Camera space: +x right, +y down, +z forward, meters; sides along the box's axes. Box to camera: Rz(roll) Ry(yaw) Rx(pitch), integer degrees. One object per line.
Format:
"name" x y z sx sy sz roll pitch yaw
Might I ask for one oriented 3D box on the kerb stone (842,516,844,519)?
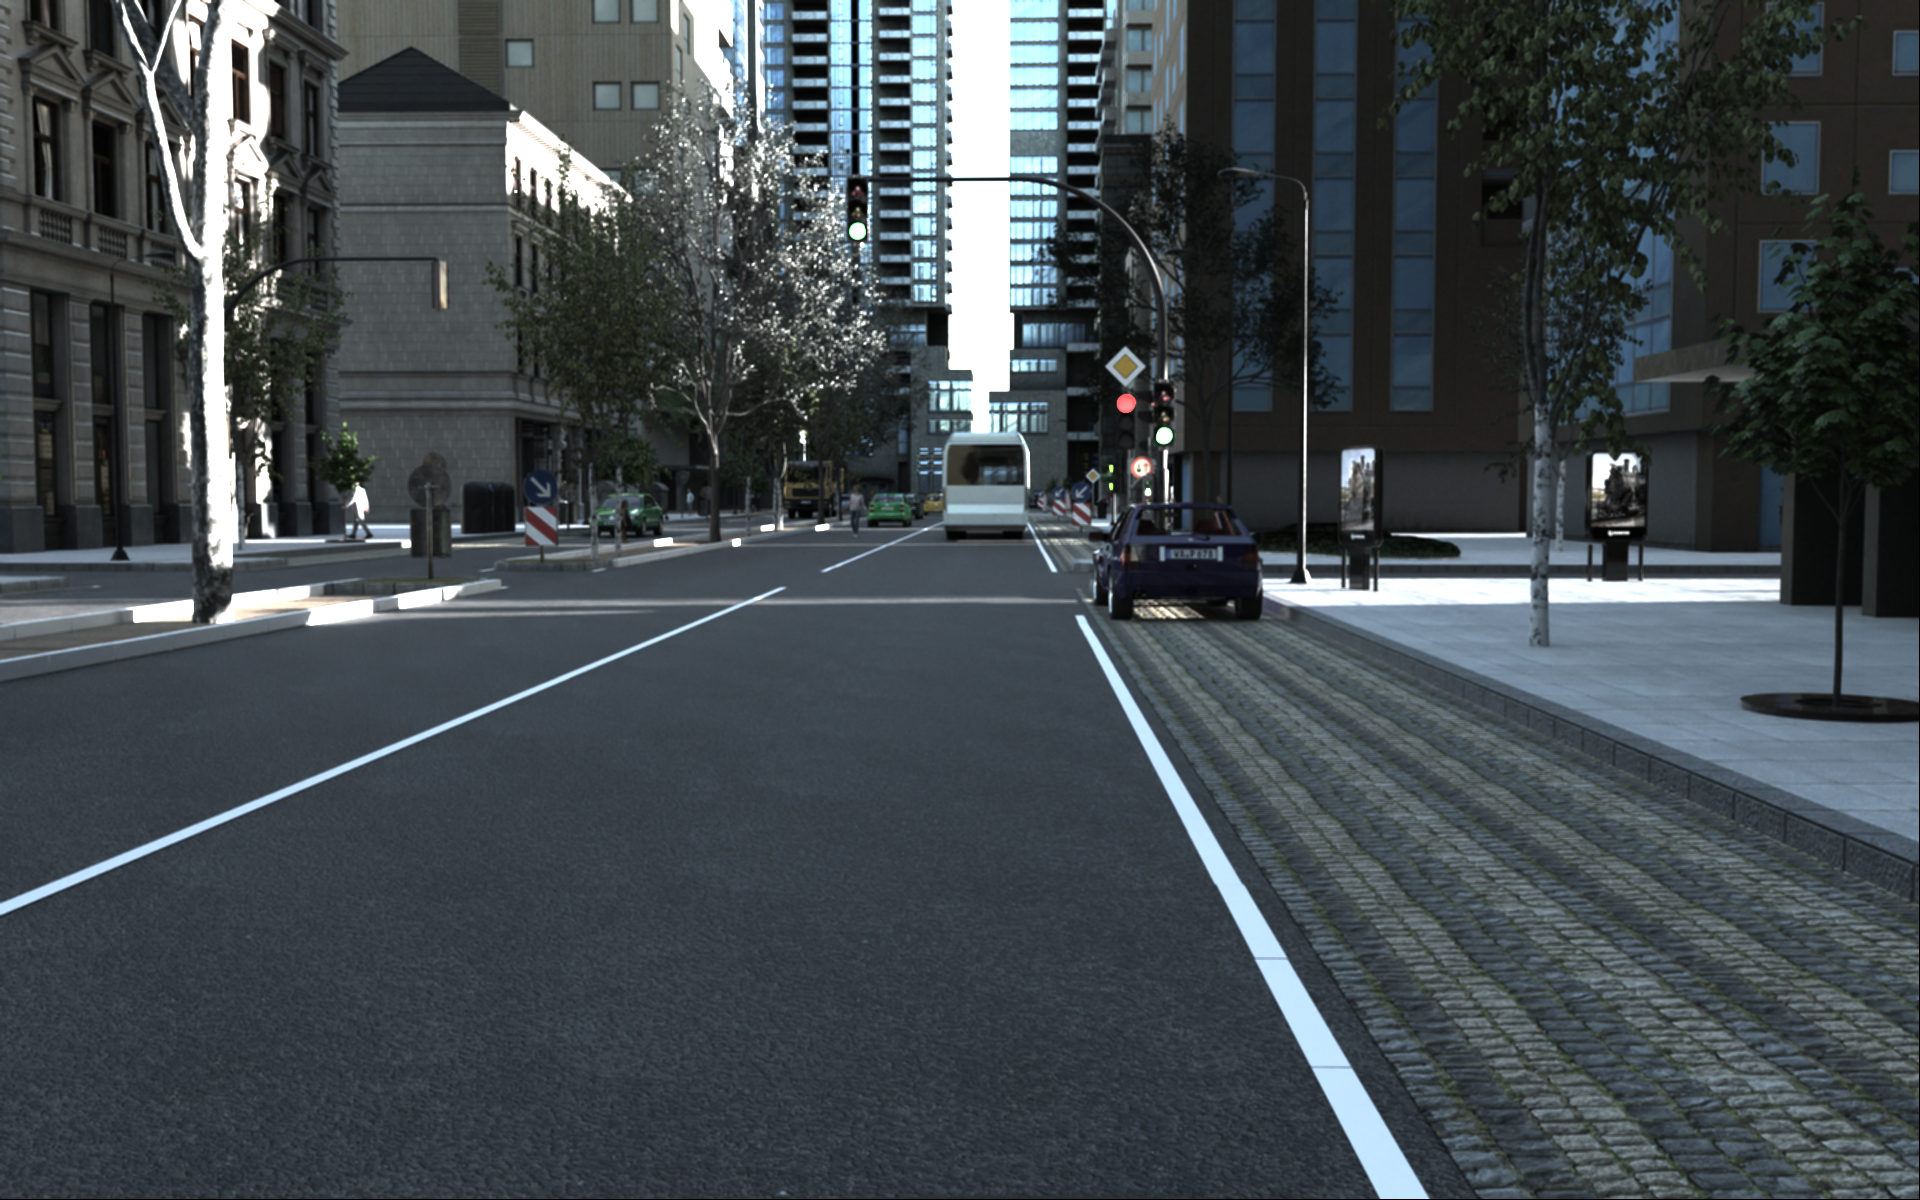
"kerb stone" -6.901 -4.698 99.005 0.120 0.150 1.000 0 4 2

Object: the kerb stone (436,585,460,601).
"kerb stone" -7.057 -0.084 23.570 0.120 0.150 1.000 0 4 2

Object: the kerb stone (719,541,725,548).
"kerb stone" -6.392 -1.429 45.642 0.120 0.150 1.000 0 4 2

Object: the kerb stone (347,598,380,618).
"kerb stone" -7.140 0.104 20.498 0.120 0.150 1.000 0 4 2

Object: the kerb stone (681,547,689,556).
"kerb stone" -6.548 -1.119 40.514 0.120 0.150 1.000 0 4 2

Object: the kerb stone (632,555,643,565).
"kerb stone" -6.690 -0.806 35.372 0.120 0.150 1.000 0 4 2

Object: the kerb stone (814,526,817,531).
"kerb stone" -5.742 -2.746 67.163 0.120 0.150 1.000 0 4 2

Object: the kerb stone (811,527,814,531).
"kerb stone" -5.776 -2.688 66.140 0.120 0.150 1.000 0 4 2

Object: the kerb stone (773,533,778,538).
"kerb stone" -6.081 -2.060 55.876 0.120 0.150 1.000 0 4 2

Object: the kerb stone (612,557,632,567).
"kerb stone" -6.729 -0.743 34.345 0.120 0.150 1.000 0 4 2

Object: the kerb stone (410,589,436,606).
"kerb stone" -7.083 -0.020 22.542 0.120 0.150 1.000 0 4 2

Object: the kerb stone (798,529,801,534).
"kerb stone" -5.907 -2.434 62.024 0.120 0.150 1.000 0 4 2

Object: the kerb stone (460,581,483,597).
"kerb stone" -7.021 -0.142 24.594 0.120 0.150 1.000 0 4 2

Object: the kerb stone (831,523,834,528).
"kerb stone" -5.565 -3.125 73.305 0.120 0.150 1.000 0 4 2

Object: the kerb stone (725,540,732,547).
"kerb stone" -6.355 -1.490 46.664 0.120 0.150 1.000 0 4 2

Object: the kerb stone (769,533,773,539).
"kerb stone" -6.118 -1.996 54.853 0.120 0.150 1.000 0 4 2

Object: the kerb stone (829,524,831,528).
"kerb stone" -5.588 -3.063 72.283 0.120 0.150 1.000 0 4 2

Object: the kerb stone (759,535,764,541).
"kerb stone" -6.178 -1.872 52.805 0.120 0.150 1.000 0 4 2

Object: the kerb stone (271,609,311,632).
"kerb stone" -7.210 0.229 18.452 0.120 0.150 1.000 0 4 2

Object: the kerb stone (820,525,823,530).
"kerb stone" -5.685 -2.876 69.218 0.120 0.150 1.000 0 4 2

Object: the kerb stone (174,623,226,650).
"kerb stone" -7.266 0.354 16.405 0.120 0.150 1.000 0 4 2

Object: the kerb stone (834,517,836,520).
"kerb stone" -7.012 -4.447 94.896 0.120 0.150 1.000 0 4 2

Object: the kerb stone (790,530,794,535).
"kerb stone" -5.963 -2.305 59.981 0.120 0.150 1.000 0 4 2

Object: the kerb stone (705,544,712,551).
"kerb stone" -6.454 -1.307 43.596 0.120 0.150 1.000 0 4 2

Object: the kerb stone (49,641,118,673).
"kerb stone" -7.325 0.479 14.359 0.120 0.150 1.000 0 4 2

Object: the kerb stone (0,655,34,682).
"kerb stone" -7.353 0.542 13.330 0.120 0.150 1.000 0 4 2

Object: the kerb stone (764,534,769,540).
"kerb stone" -6.145 -1.934 53.827 0.120 0.150 1.000 0 4 2

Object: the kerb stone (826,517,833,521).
"kerb stone" -7.078 -4.321 92.847 0.120 0.150 1.000 0 4 2

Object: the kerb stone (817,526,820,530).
"kerb stone" -5.715 -2.810 68.196 0.120 0.150 1.000 0 4 2

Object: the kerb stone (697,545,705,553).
"kerb stone" -6.480 -1.242 42.568 0.120 0.150 1.000 0 4 2

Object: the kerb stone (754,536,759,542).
"kerb stone" -6.203 -1.805 51.777 0.120 0.150 1.000 0 4 2

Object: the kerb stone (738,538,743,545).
"kerb stone" -6.298 -1.622 48.710 0.120 0.150 1.000 0 4 2

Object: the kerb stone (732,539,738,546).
"kerb stone" -6.331 -1.557 47.688 0.120 0.150 1.000 0 4 2

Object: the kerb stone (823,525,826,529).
"kerb stone" -5.649 -2.938 70.240 0.120 0.150 1.000 0 4 2

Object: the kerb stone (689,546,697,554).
"kerb stone" -6.512 -1.183 41.539 0.120 0.150 1.000 0 4 2

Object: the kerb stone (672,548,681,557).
"kerb stone" -6.572 -1.058 39.492 0.120 0.150 1.000 0 4 2

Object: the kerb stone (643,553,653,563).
"kerb stone" -6.663 -0.869 36.406 0.120 0.150 1.000 0 4 2

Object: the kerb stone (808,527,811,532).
"kerb stone" -5.805 -2.623 65.118 0.120 0.150 1.000 0 4 2

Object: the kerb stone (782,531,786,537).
"kerb stone" -6.024 -2.185 57.928 0.120 0.150 1.000 0 4 2

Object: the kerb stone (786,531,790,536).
"kerb stone" -5.991 -2.248 58.949 0.120 0.150 1.000 0 4 2

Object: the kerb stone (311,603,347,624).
"kerb stone" -7.176 0.168 19.477 0.120 0.150 1.000 0 4 2

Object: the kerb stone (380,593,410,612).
"kerb stone" -7.101 0.048 21.521 0.120 0.150 1.000 0 4 2

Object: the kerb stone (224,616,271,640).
"kerb stone" -7.239 0.292 17.429 0.120 0.150 1.000 0 4 2

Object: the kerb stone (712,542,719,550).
"kerb stone" -6.426 -1.366 44.621 0.120 0.150 1.000 0 4 2

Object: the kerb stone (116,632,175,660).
"kerb stone" -7.294 0.419 15.384 0.120 0.150 1.000 0 4 2

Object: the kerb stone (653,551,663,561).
"kerb stone" -6.637 -0.932 37.440 0.120 0.150 1.000 0 4 2

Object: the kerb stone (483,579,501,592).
"kerb stone" -6.993 -0.204 25.615 0.120 0.150 1.000 0 4 2

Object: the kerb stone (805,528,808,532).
"kerb stone" -5.848 -2.558 64.085 0.120 0.150 1.000 0 4 2

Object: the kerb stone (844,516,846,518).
"kerb stone" -6.864 -4.760 100.027 0.120 0.150 1.000 0 4 2

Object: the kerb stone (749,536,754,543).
"kerb stone" -6.234 -1.747 50.755 0.120 0.150 1.000 0 4 2

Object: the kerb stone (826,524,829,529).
"kerb stone" -5.623 -2.999 71.262 0.120 0.150 1.000 0 4 2

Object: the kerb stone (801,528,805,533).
"kerb stone" -5.871 -2.499 63.059 0.120 0.150 1.000 0 4 2

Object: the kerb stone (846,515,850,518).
"kerb stone" -6.774 -4.945 103.106 0.120 0.150 1.000 0 4 2

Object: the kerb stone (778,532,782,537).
"kerb stone" -6.057 -2.122 56.902 0.120 0.150 1.000 0 4 2

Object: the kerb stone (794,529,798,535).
"kerb stone" -5.928 -2.372 61.002 0.120 0.150 1.000 0 4 2

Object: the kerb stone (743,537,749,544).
"kerb stone" -6.269 -1.684 49.733 0.120 0.150 1.000 0 4 2

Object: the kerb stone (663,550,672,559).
"kerb stone" -6.601 -0.993 38.462 0.120 0.150 1.000 0 4 2
